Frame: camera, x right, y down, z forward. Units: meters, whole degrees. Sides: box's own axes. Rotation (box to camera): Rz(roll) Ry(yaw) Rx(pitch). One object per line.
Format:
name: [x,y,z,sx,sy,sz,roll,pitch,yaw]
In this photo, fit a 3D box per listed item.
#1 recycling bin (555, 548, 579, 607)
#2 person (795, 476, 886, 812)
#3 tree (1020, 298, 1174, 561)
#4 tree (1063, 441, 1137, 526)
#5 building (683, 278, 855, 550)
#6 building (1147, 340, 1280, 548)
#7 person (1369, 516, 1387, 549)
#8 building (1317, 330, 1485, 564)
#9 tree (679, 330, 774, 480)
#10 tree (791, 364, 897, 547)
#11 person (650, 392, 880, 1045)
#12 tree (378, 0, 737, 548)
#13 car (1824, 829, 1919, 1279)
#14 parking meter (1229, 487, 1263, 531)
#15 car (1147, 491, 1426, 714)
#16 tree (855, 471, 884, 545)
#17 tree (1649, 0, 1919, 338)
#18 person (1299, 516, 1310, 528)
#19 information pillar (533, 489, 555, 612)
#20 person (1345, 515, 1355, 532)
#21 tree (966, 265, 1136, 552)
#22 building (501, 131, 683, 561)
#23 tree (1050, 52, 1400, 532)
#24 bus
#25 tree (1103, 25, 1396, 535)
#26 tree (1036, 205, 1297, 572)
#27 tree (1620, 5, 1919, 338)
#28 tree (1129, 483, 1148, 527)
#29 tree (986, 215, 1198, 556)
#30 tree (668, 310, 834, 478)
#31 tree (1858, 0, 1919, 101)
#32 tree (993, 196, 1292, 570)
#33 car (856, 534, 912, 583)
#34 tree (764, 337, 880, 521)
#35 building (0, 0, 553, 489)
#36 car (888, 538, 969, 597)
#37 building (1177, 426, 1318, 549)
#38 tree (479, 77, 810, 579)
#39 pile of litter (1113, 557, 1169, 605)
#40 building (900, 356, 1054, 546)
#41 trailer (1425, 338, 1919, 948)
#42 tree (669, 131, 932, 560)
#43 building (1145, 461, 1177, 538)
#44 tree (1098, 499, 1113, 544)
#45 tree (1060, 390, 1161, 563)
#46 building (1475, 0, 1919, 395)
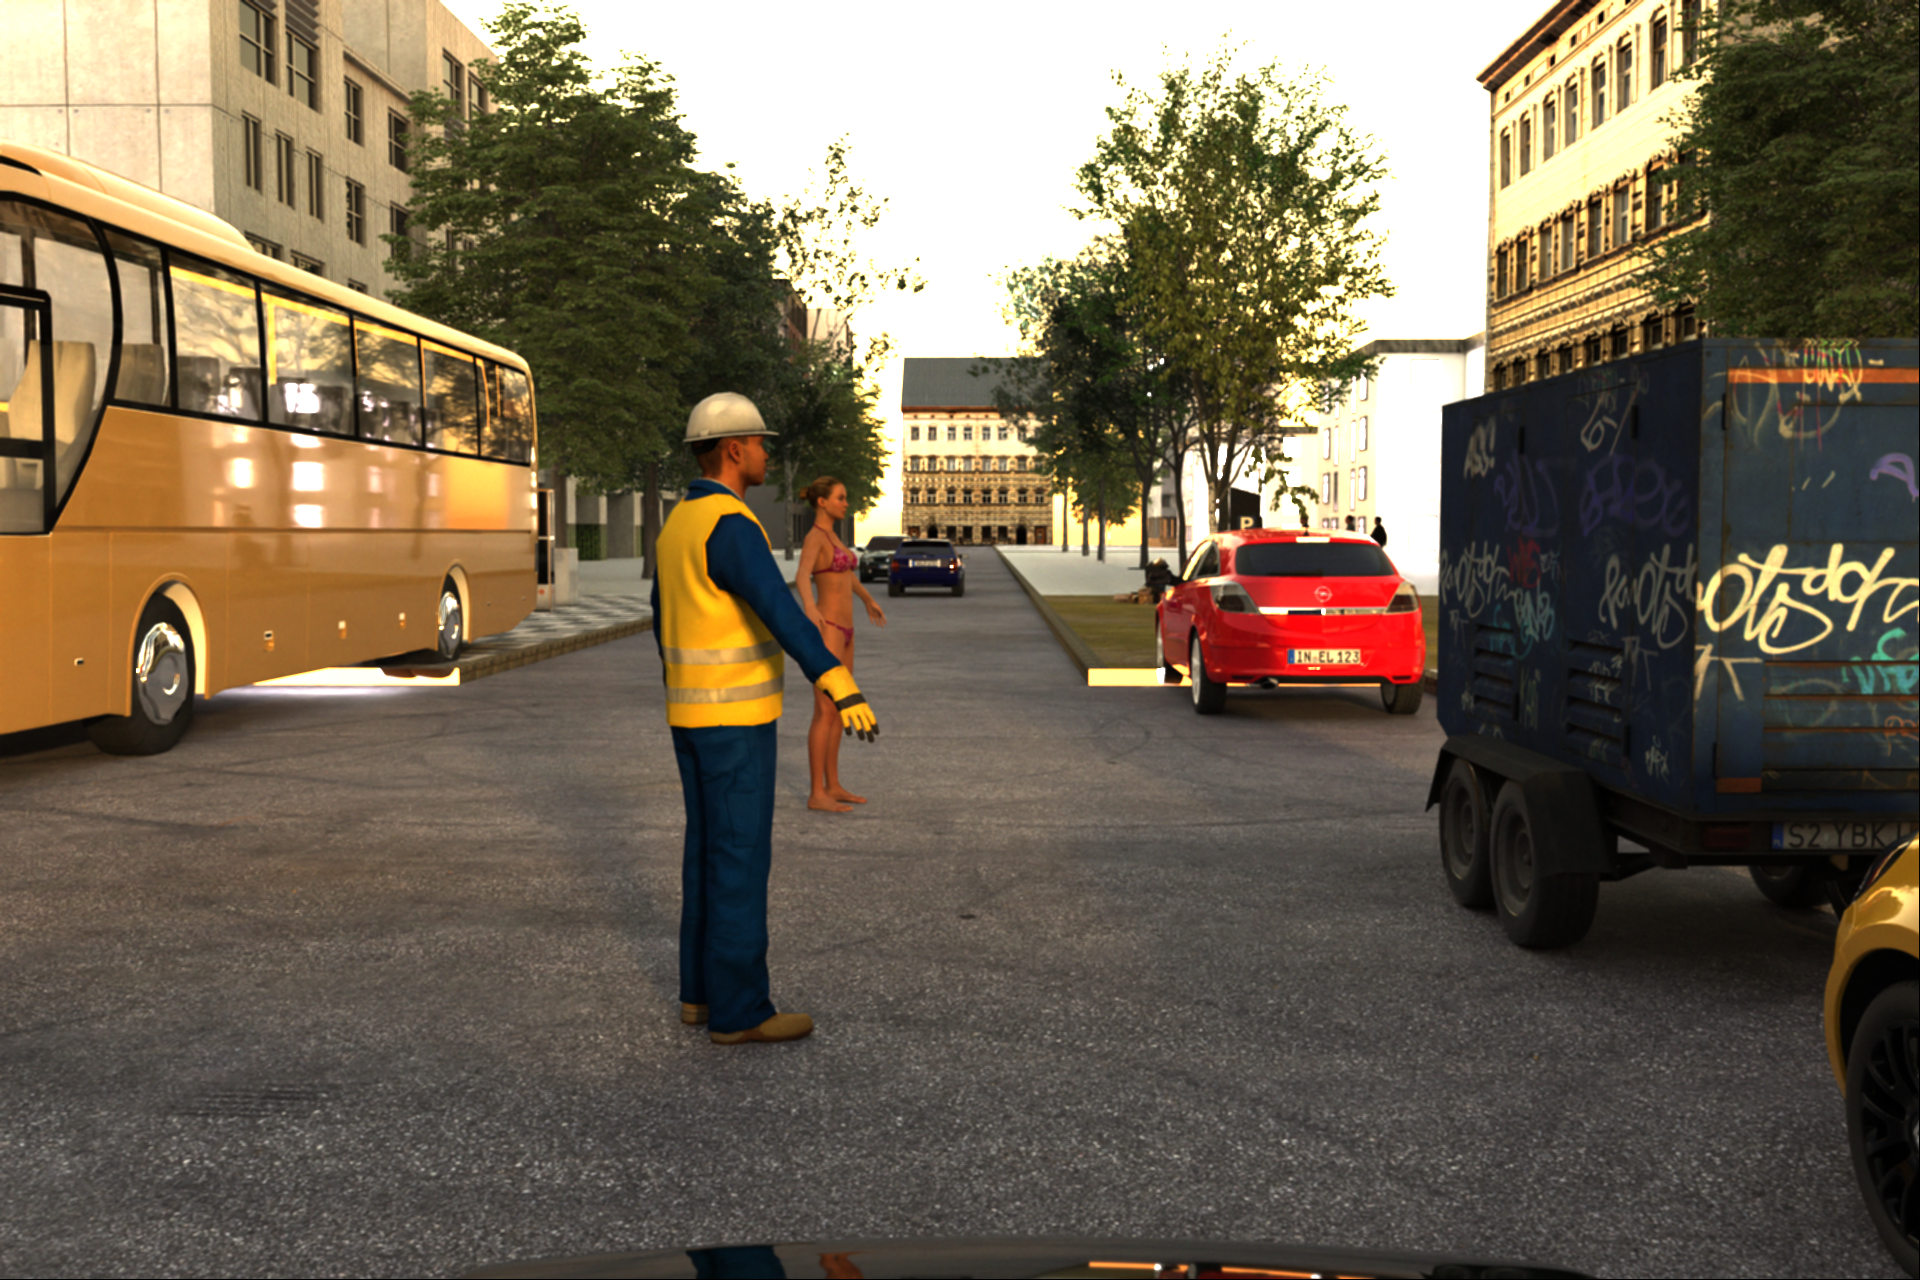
recycling bin: [-7.257,-1.125,30.950,0.722,1.027,0.722,0,4,2]
person: [-0.607,0.011,9.075,0.721,1.733,1.217,1,4,13]
tree: [6.594,-10.148,84.050,7.486,12.596,7.792,0,3,0]
tree: [17.052,-18.353,206.729,9.857,13.997,8.962,0,3,0]
building: [-24.283,-19.002,154.661,27.936,21.610,32.646,0,3,0]
building: [24.159,-19.541,175.920,16.016,20.090,11.380,0,4,1]
person: [12.520,-2.806,52.008,0.704,1.812,1.346,3,5,41]
building: [22.387,-8.102,74.609,9.099,9.664,28.070,0,4,1]
tree: [-9.346,-6.815,61.794,4.360,8.622,3.978,0,3,0]
tree: [-7.937,-12.080,115.630,7.486,12.596,7.792,0,3,0]
person: [-0.642,0.210,4.989,0.705,1.833,1.349,-2,4,-30]
tree: [-8.778,-7.310,37.650,7.486,12.596,7.792,0,3,0]
car: [2.634,0.498,2.088,2.015,1.641,3.980,0,4,1]
parking meter: [3.574,-0.975,21.657,0.399,1.863,0.255,0,4,1]
car: [2.775,-0.380,15.256,2.155,1.783,4.494,0,4,1]
tree: [-13.164,-17.339,209.255,9.928,11.665,9.643,0,3,0]
tree: [13.604,-6.498,24.370,7.486,12.596,7.792,0,3,0]
person: [9.467,-2.561,47.810,0.705,1.837,1.347,-1,4,-9]
information pillar: [-6.857,-1.468,28.500,0.304,2.012,0.304,0,4,2]
person: [10.554,-2.495,47.069,0.705,1.796,1.348,2,4,24]
tree: [6.823,-16.283,122.108,12.611,20.169,13.585,0,3,0]
building: [-25.745,-13.806,92.179,16.747,18.905,31.486,0,4,0]
tree: [5.856,-6.908,38.695,9.928,11.665,9.643,0,3,0]
bus: [-6.319,-1.400,14.441,2.896,3.916,12.252,0,4,1]
tree: [3.914,-4.604,25.637,4.737,8.622,4.395,0,3,0]
tree: [6.122,-7.027,49.307,7.601,10.594,8.767,2,4,25]
tree: [17.258,-6.675,34.890,9.928,11.665,9.643,0,3,0]
tree: [23.291,-16.116,213.852,4.360,8.622,3.978,0,3,0]
tree: [8.179,-14.947,100.279,12.611,20.169,13.585,0,3,0]
tree: [-8.707,-8.266,69.567,8.767,10.594,7.601,1,4,19]
tree: [8.424,-6.061,9.460,12.009,13.543,11.850,0,3,0]
tree: [6.705,-9.307,62.532,12.009,13.543,11.850,0,3,0]
car: [-2.085,-2.596,52.230,2.009,1.686,4.222,0,4,0]
tree: [-8.318,-11.167,100.715,7.486,12.596,7.792,0,3,0]
building: [-25.572,-11.623,56.497,16.747,18.905,31.486,0,4,1]
car: [-0.765,-1.735,40.942,1.945,1.354,3.894,0,4,1]
building: [24.551,-12.614,148.388,9.099,9.664,28.070,0,4,1]
tree: [-8.714,-8.716,49.156,9.857,13.997,8.962,0,3,0]
pile of litter: [3.433,-1.118,32.237,1.176,0.858,1.719,0,4,1]
building: [2.100,-23.225,213.110,18.063,23.208,19.493,0,4,0]
trailer: [2.622,0.002,7.024,1.471,1.999,3.904,0,4,0]
tree: [-7.771,-13.871,82.679,12.611,20.169,13.585,0,3,0]
building: [25.615,-20.582,192.943,16.016,20.090,11.380,0,4,1]
tree: [18.753,-16.114,213.819,4.360,8.622,3.978,0,3,0]
tree: [6.610,-7.698,76.226,4.737,8.622,4.395,0,3,0]
building: [26.615,-13.293,48.266,19.493,23.208,18.063,0,4,1]
